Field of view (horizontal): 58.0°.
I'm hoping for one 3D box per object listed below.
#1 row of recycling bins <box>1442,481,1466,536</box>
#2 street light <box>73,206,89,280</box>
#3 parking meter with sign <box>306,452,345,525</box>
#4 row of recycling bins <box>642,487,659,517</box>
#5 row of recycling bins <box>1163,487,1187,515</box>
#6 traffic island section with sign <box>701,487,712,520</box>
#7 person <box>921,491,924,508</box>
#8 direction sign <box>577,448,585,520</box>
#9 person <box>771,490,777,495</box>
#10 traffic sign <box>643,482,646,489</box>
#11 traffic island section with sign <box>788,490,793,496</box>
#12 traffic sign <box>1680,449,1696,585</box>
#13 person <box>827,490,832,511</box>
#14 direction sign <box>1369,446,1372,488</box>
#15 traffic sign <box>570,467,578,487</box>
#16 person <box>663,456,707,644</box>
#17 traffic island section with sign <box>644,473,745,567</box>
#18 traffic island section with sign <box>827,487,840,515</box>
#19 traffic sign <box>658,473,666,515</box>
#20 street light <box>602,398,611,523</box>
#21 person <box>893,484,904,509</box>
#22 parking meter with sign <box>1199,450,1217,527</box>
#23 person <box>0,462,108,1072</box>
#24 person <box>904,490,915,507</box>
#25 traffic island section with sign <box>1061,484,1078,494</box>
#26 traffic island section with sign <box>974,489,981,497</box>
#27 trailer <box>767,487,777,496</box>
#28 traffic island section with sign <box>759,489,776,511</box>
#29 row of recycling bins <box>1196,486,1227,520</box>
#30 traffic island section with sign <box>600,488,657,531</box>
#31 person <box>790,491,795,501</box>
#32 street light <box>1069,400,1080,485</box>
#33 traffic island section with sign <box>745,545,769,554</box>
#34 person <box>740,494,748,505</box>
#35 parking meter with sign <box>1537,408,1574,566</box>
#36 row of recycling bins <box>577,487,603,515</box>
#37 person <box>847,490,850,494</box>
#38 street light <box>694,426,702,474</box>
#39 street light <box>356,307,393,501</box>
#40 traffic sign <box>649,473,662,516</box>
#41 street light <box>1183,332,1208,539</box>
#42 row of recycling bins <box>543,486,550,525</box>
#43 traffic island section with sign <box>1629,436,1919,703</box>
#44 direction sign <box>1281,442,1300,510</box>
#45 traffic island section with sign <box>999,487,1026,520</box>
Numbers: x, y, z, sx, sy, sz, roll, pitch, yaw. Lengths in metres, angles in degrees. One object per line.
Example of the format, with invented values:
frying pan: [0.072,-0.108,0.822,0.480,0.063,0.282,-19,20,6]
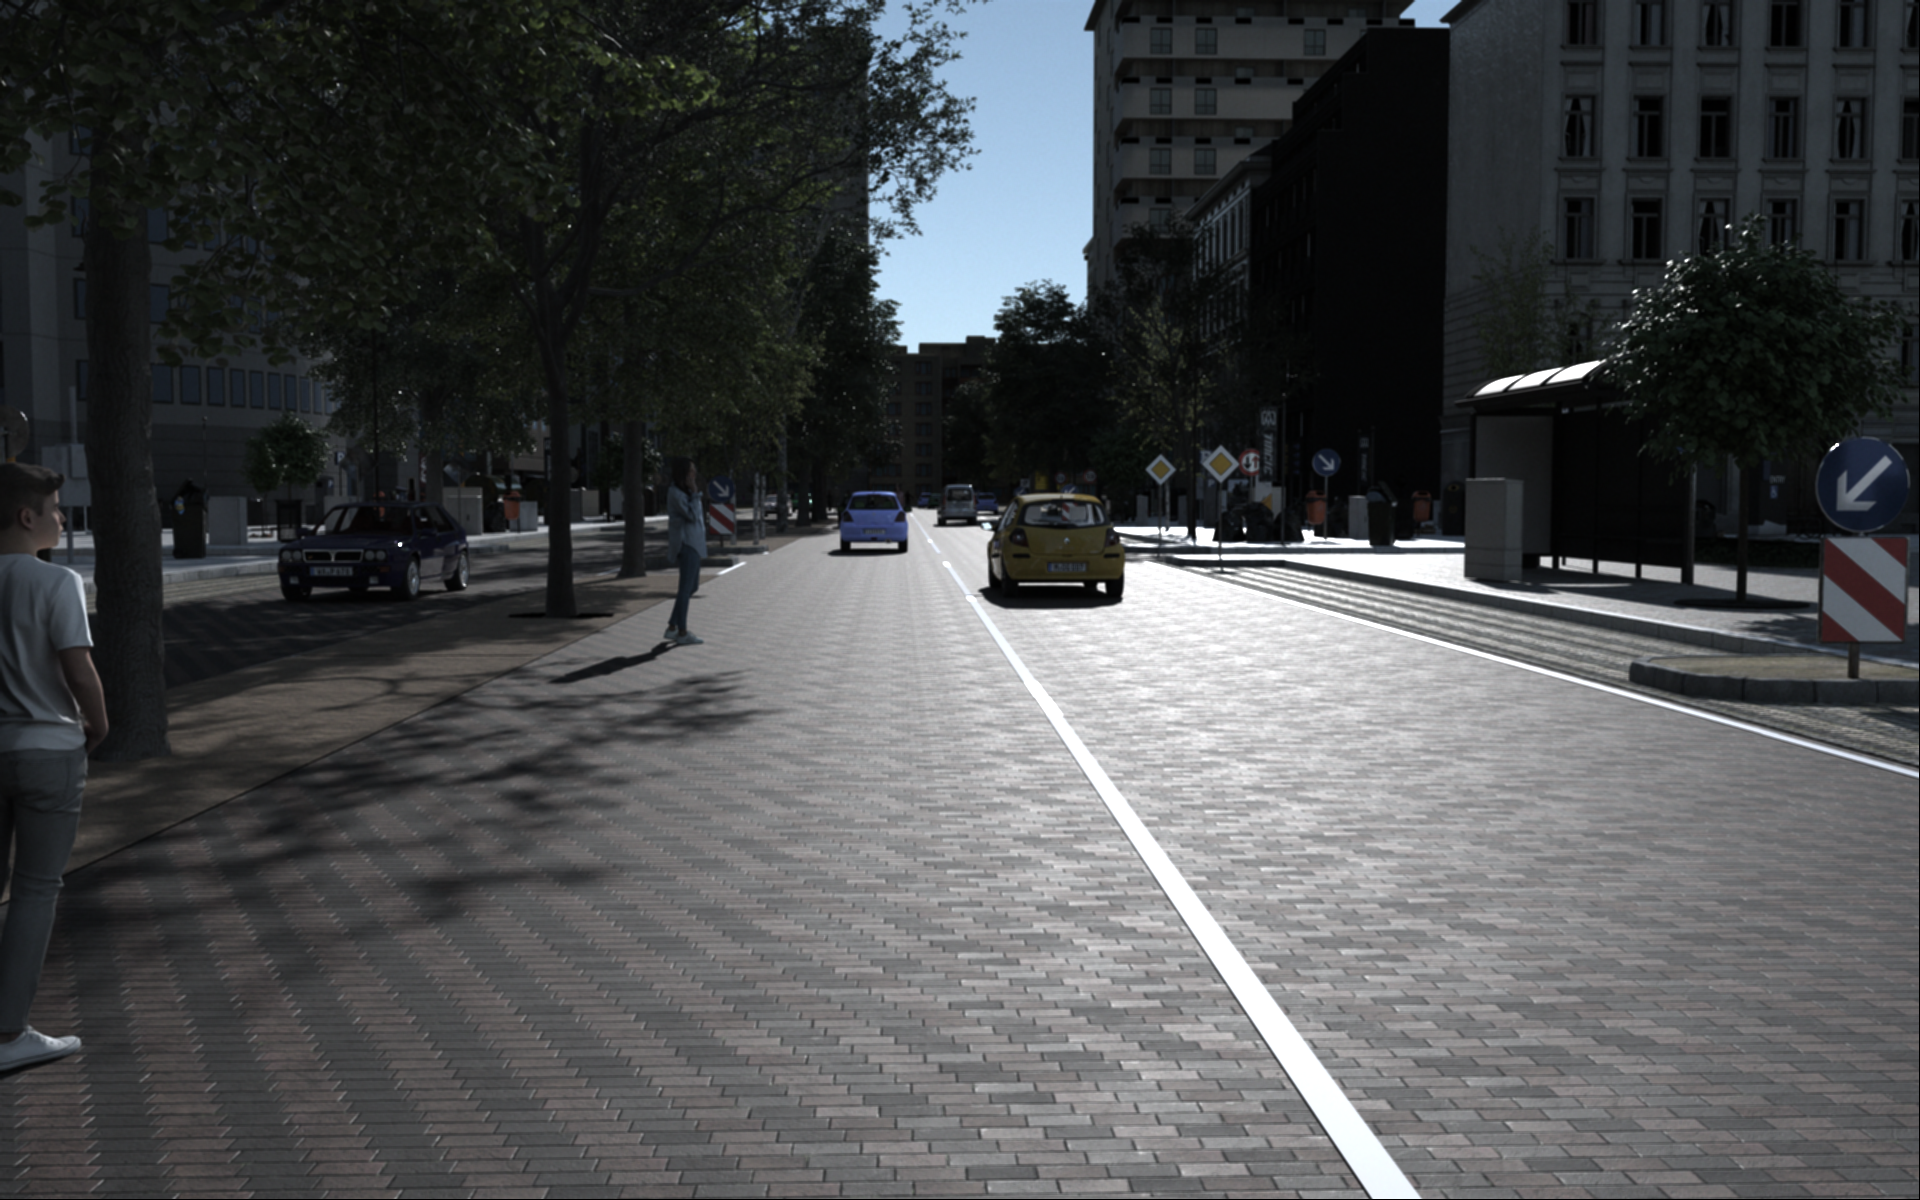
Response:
row of recycling bins: [16.120,-2.780,52.560,1.069,1.692,3.534,-2,4,-33]
street light: [-13.758,-3.386,28.147,0.468,5.910,1.993,0,4,-2]
parking meter with sign: [-26.374,-4.624,71.858,1.738,3.016,0.543,1,4,19]
row of recycling bins: [-20.306,-6.477,113.015,1.069,1.692,3.534,0,4,-3]
row of recycling bins: [13.102,-6.015,105.464,1.069,1.692,3.534,1,4,21]
traffic island section with sign: [-13.862,-5.274,94.863,1.989,1.847,2.006,0,4,-2]
person: [-3.896,-10.481,180.411,0.434,1.755,0.990,1,4,11]
direction sign: [-18.511,-5.660,84.543,0.379,3.537,0.876,-2,4,-30]
person: [-13.194,-6.989,123.494,1.217,1.743,0.721,2,4,29]
traffic sign: [-18.226,-6.138,94.225,2.265,3.308,0.079,0,4,0]
traffic island section with sign: [-16.659,-9.959,171.452,1.989,1.847,2.006,0,4,-2]
traffic sign: [10.282,-1.480,24.303,0.768,2.556,0.104,0,4,1]
person: [-11.042,-8.407,146.089,0.705,1.807,1.348,1,4,19]
direction sign: [19.166,-5.443,80.983,0.379,3.537,0.876,2,4,25]
traffic sign: [-18.072,-4.904,80.285,0.768,2.556,0.104,0,4,-1]
person: [-2.647,-0.478,16.573,0.793,1.790,0.793,-3,4,-36]
traffic island section with sign: [-5.505,-1.642,34.982,2.006,1.907,1.989,0,4,-2]
traffic island section with sign: [-8.510,-6.687,117.473,2.006,1.907,1.989,0,4,-2]
traffic sign: [-18.510,-6.525,106.784,0.768,2.556,0.104,0,4,7]
street light: [-15.594,-6.360,76.775,0.468,5.910,1.993,0,4,-2]
person: [-2.405,-3.533,66.279,0.555,1.821,0.388,-1,4,-19]
parking meter with sign: [9.766,-4.379,67.851,0.543,3.016,1.738,0,4,-1]
person: [-2.422,0.412,4.359,0.503,1.515,0.523,-2,4,-27]
person: [-4.169,-7.925,138.902,1.217,1.723,0.721,1,4,15]
traffic island section with sign: [4.106,-3.613,67.697,1.989,1.847,2.006,0,4,-2]
traffic island section with sign: [1.302,-8.329,144.803,1.989,1.847,2.006,0,4,-2]
trailer: [-16.158,-8.712,149.485,1.471,1.999,3.904,0,4,-4]
traffic island section with sign: [-15.668,-8.311,144.515,1.989,1.847,2.006,0,4,-2]
row of recycling bins: [13.131,-4.923,87.602,1.069,1.692,3.534,3,4,38]
traffic island section with sign: [-12.867,-3.600,67.492,1.989,1.847,2.006,0,4,-2]
person: [-14.945,-8.860,153.880,0.721,1.766,1.217,-2,4,-23]
street light: [5.548,-6.786,83.740,0.468,5.910,1.993,0,4,-2]
traffic island section with sign: [-5.765,-2.095,42.385,2.006,1.907,1.989,0,4,-2]
person: [-24.445,-11.264,195.893,0.991,1.433,0.599,-3,4,-38]
parking meter with sign: [10.056,-2.134,31.156,1.738,3.016,0.543,0,4,3]
row of recycling bins: [-23.519,-6.026,105.633,3.534,1.692,1.069,0,4,-1]
person: [-11.866,-10.796,184.953,0.705,1.831,1.348,0,4,5]
street light: [-16.702,-8.445,110.860,0.468,5.910,1.993,0,4,-2]
street light: [-14.344,-4.265,42.527,0.468,5.910,1.993,0,4,-2]
traffic sign: [-18.008,-6.253,102.339,0.768,2.556,0.104,0,4,3]
street light: [6.737,-4.702,49.658,0.468,5.910,1.993,0,4,-2]
row of recycling bins: [-16.836,-3.990,72.345,1.069,1.692,3.534,-1,4,-16]
traffic island section with sign: [6.102,-0.252,12.744,1.989,1.847,2.006,0,4,-2]
direction sign: [14.277,-5.069,74.881,0.876,3.537,0.379,-1,4,-13]
traffic island section with sign: [3.125,-5.261,94.644,1.989,1.847,2.006,0,4,-2]
